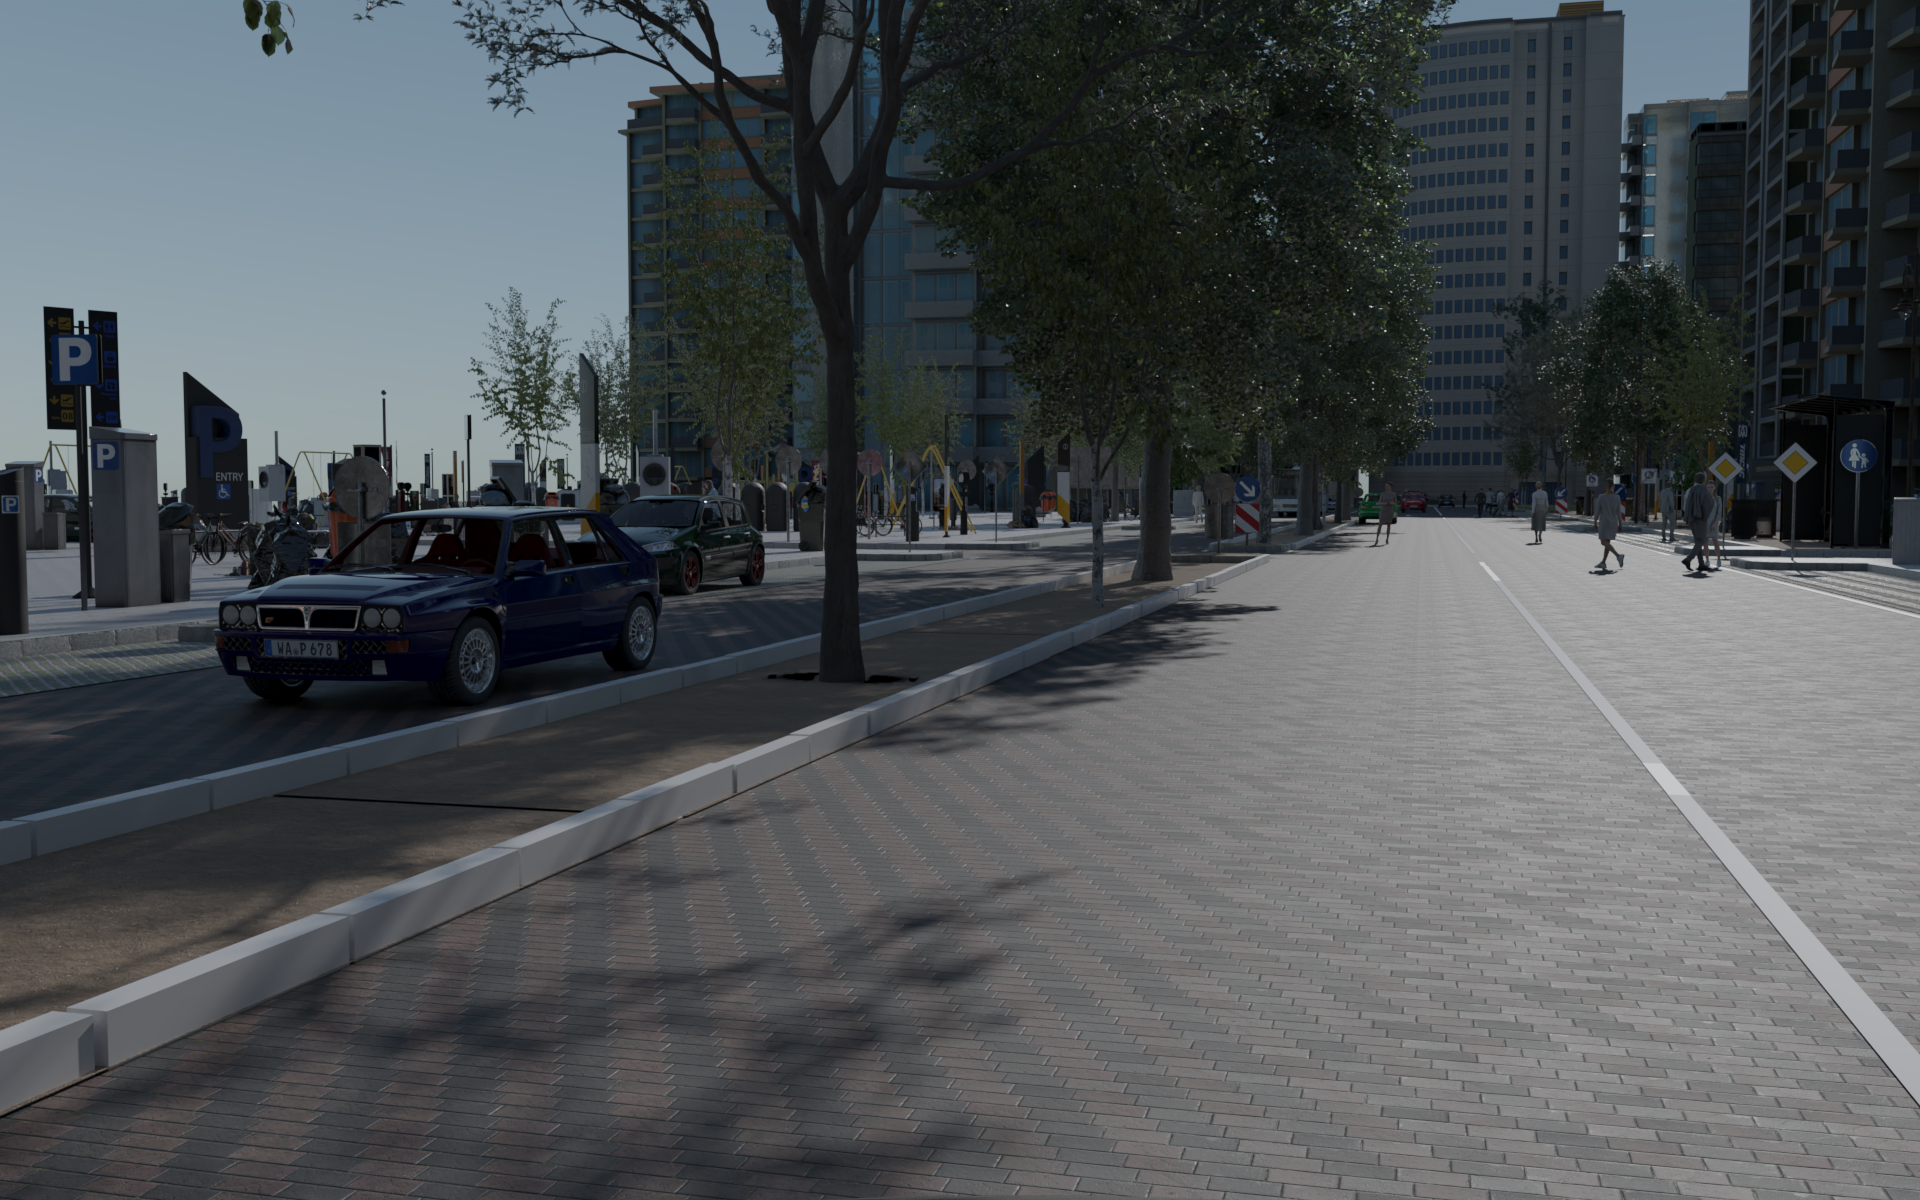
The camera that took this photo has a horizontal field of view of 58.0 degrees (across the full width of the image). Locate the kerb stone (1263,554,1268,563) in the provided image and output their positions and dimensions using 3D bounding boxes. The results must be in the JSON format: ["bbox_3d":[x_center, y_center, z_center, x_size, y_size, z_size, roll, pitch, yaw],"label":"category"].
[{"bbox_3d":[6.160,-0.811,35.491,0.120,0.150,1.000,1,4,15],"label":"kerb stone"}]

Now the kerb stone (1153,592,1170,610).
[{"bbox_3d":[2.458,0.037,21.626,0.120,0.150,1.000,1,4,15],"label":"kerb stone"}]

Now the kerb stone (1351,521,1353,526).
[{"bbox_3d":[17.179,-3.329,76.629,0.120,0.150,1.000,1,4,15],"label":"kerb stone"}]

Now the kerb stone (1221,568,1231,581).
[{"bbox_3d":[4.315,-0.381,28.556,0.120,0.150,1.000,1,4,15],"label":"kerb stone"}]

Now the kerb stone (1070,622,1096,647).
[{"bbox_3d":[1.135,0.344,16.682,0.120,0.150,1.000,1,4,15],"label":"kerb stone"}]

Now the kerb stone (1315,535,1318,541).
[{"bbox_3d":[10.543,-1.813,51.838,0.120,0.150,1.000,1,4,15],"label":"kerb stone"}]

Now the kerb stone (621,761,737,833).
[{"bbox_3d":[-1.261,0.882,7.770,0.120,0.150,1.000,1,4,15],"label":"kerb stone"}]

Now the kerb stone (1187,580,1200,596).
[{"bbox_3d":[3.248,-0.147,24.602,0.120,0.150,1.000,1,4,15],"label":"kerb stone"}]

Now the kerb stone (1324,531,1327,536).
[{"bbox_3d":[11.863,-2.112,56.796,0.120,0.150,1.000,1,4,15],"label":"kerb stone"}]

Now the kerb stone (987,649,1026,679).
[{"bbox_3d":[0.331,0.524,13.708,0.120,0.150,1.000,1,4,15],"label":"kerb stone"}]

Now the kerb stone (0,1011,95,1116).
[{"bbox_3d":[-2.322,1.125,3.803,0.120,0.150,1.000,1,4,15],"label":"kerb stone"}]

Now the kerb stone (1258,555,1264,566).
[{"bbox_3d":[5.909,-0.749,34.498,0.120,0.150,1.000,1,4,15],"label":"kerb stone"}]

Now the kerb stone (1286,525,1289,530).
[{"bbox_3d":[12.762,-2.816,68.229,0.120,0.150,1.000,1,4,15],"label":"kerb stone"}]

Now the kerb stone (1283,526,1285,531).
[{"bbox_3d":[12.219,-2.693,66.257,0.120,0.150,1.000,1,4,15],"label":"kerb stone"}]

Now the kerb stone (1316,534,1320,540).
[{"bbox_3d":[10.803,-1.872,52.833,0.120,0.150,1.000,1,4,15],"label":"kerb stone"}]

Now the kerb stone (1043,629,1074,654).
[{"bbox_3d":[0.857,0.398,15.695,0.120,0.150,1.000,1,4,15],"label":"kerb stone"}]

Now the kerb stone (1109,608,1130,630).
[{"bbox_3d":[1.666,0.219,18.658,0.120,0.150,1.000,1,4,15],"label":"kerb stone"}]

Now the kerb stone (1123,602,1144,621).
[{"bbox_3d":[1.918,0.156,19.651,0.120,0.150,1.000,1,4,15],"label":"kerb stone"}]

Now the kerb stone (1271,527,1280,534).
[{"bbox_3d":[11.695,-2.574,64.278,0.120,0.150,1.000,1,4,15],"label":"kerb stone"}]

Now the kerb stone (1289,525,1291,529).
[{"bbox_3d":[13.023,-2.872,69.226,0.120,0.150,1.000,1,4,15],"label":"kerb stone"}]

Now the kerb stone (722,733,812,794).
[{"bbox_3d":[-0.991,0.830,8.756,0.120,0.150,1.000,1,4,15],"label":"kerb stone"}]

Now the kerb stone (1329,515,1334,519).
[{"bbox_3d":[21.756,-4.872,101.892,0.120,0.150,1.000,1,4,15],"label":"kerb stone"}]

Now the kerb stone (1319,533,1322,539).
[{"bbox_3d":[11.067,-1.928,53.826,0.120,0.150,1.000,1,4,15],"label":"kerb stone"}]

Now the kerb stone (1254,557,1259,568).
[{"bbox_3d":[5.638,-0.692,33.512,0.120,0.150,1.000,1,4,15],"label":"kerb stone"}]

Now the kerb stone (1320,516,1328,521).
[{"bbox_3d":[20.171,-4.511,95.951,0.120,0.150,1.000,1,4,15],"label":"kerb stone"}]

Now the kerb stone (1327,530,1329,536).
[{"bbox_3d":[12.128,-2.175,57.788,0.120,0.150,1.000,1,4,15],"label":"kerb stone"}]

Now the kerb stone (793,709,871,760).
[{"bbox_3d":[-0.726,0.763,9.752,0.120,0.150,1.000,1,4,15],"label":"kerb stone"}]

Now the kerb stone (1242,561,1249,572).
[{"bbox_3d":[5.101,-0.571,31.530,0.120,0.150,1.000,1,4,15],"label":"kerb stone"}]

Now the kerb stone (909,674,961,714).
[{"bbox_3d":[-0.198,0.642,11.727,0.120,0.150,1.000,1,4,15],"label":"kerb stone"}]

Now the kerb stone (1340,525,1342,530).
[{"bbox_3d":[14.511,-2.716,66.700,0.120,0.150,1.000,1,4,15],"label":"kerb stone"}]

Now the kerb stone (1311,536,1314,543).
[{"bbox_3d":[10.016,-1.692,49.863,0.120,0.150,1.000,1,4,15],"label":"kerb stone"}]

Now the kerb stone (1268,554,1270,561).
[{"bbox_3d":[6.430,-0.869,36.488,0.120,0.150,1.000,1,4,15],"label":"kerb stone"}]

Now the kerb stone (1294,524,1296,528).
[{"bbox_3d":[13.815,-3.049,72.203,0.120,0.150,1.000,1,4,15],"label":"kerb stone"}]

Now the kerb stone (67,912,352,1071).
[{"bbox_3d":[-2.044,1.064,4.796,0.120,0.150,1.000,1,4,15],"label":"kerb stone"}]

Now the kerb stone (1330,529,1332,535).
[{"bbox_3d":[12.660,-2.297,59.766,0.120,0.150,1.000,1,4,15],"label":"kerb stone"}]

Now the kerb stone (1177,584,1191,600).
[{"bbox_3d":[2.991,-0.086,23.604,0.120,0.150,1.000,1,4,15],"label":"kerb stone"}]

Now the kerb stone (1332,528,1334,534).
[{"bbox_3d":[12.929,-2.358,60.755,0.120,0.150,1.000,1,4,15],"label":"kerb stone"}]

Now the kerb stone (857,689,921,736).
[{"bbox_3d":[-0.454,0.701,10.737,0.120,0.150,1.000,1,4,15],"label":"kerb stone"}]

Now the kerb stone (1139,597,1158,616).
[{"bbox_3d":[2.193,0.095,20.637,0.120,0.150,1.000,1,4,15],"label":"kerb stone"}]

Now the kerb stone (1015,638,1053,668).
[{"bbox_3d":[0.603,0.459,14.693,0.120,0.150,1.000,1,4,15],"label":"kerb stone"}]

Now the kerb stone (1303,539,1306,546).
[{"bbox_3d":[9.212,-1.505,46.902,0.120,0.150,1.000,1,4,15],"label":"kerb stone"}]

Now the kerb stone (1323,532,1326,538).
[{"bbox_3d":[11.606,-2.055,55.798,0.120,0.150,1.000,1,4,15],"label":"kerb stone"}]

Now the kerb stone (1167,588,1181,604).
[{"bbox_3d":[2.720,-0.021,22.614,0.120,0.150,1.000,1,4,15],"label":"kerb stone"}]

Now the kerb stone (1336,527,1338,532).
[{"bbox_3d":[13.718,-2.540,63.731,0.120,0.150,1.000,1,4,15],"label":"kerb stone"}]

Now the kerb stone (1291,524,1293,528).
[{"bbox_3d":[13.283,-2.933,70.220,0.120,0.150,1.000,1,4,15],"label":"kerb stone"}]

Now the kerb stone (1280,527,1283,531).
[{"bbox_3d":[11.958,-2.634,65.266,0.120,0.150,1.000,1,4,15],"label":"kerb stone"}]

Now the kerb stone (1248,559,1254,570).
[{"bbox_3d":[5.372,-0.632,32.521,0.120,0.150,1.000,1,4,15],"label":"kerb stone"}]

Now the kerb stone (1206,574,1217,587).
[{"bbox_3d":[3.781,-0.265,26.582,0.120,0.150,1.000,1,4,15],"label":"kerb stone"}]

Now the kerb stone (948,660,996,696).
[{"bbox_3d":[0.068,0.580,12.714,0.120,0.150,1.000,1,4,15],"label":"kerb stone"}]

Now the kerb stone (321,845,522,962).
[{"bbox_3d":[-1.780,1.004,5.791,0.120,0.150,1.000,1,4,15],"label":"kerb stone"}]

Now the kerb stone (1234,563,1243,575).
[{"bbox_3d":[4.835,-0.510,30.538,0.120,0.150,1.000,1,4,15],"label":"kerb stone"}]

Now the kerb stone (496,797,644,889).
[{"bbox_3d":[-1.518,0.943,6.779,0.120,0.150,1.000,1,4,15],"label":"kerb stone"}]

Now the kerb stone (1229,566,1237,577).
[{"bbox_3d":[4.572,-0.448,29.545,0.120,0.150,1.000,1,4,15],"label":"kerb stone"}]

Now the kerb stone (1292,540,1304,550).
[{"bbox_3d":[8.953,-1.451,45.912,0.120,0.150,1.000,1,4,15],"label":"kerb stone"}]

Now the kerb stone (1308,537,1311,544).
[{"bbox_3d":[9.737,-1.632,48.879,0.120,0.150,1.000,1,4,15],"label":"kerb stone"}]

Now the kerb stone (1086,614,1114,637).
[{"bbox_3d":[1.397,0.277,17.672,0.120,0.150,1.000,1,4,15],"label":"kerb stone"}]

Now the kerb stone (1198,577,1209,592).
[{"bbox_3d":[3.523,-0.208,25.593,0.120,0.150,1.000,1,4,15],"label":"kerb stone"}]

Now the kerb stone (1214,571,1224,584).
[{"bbox_3d":[4.050,-0.325,27.568,0.120,0.150,1.000,1,4,15],"label":"kerb stone"}]

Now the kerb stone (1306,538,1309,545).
[{"bbox_3d":[9.479,-1.572,47.890,0.120,0.150,1.000,1,4,15],"label":"kerb stone"}]
